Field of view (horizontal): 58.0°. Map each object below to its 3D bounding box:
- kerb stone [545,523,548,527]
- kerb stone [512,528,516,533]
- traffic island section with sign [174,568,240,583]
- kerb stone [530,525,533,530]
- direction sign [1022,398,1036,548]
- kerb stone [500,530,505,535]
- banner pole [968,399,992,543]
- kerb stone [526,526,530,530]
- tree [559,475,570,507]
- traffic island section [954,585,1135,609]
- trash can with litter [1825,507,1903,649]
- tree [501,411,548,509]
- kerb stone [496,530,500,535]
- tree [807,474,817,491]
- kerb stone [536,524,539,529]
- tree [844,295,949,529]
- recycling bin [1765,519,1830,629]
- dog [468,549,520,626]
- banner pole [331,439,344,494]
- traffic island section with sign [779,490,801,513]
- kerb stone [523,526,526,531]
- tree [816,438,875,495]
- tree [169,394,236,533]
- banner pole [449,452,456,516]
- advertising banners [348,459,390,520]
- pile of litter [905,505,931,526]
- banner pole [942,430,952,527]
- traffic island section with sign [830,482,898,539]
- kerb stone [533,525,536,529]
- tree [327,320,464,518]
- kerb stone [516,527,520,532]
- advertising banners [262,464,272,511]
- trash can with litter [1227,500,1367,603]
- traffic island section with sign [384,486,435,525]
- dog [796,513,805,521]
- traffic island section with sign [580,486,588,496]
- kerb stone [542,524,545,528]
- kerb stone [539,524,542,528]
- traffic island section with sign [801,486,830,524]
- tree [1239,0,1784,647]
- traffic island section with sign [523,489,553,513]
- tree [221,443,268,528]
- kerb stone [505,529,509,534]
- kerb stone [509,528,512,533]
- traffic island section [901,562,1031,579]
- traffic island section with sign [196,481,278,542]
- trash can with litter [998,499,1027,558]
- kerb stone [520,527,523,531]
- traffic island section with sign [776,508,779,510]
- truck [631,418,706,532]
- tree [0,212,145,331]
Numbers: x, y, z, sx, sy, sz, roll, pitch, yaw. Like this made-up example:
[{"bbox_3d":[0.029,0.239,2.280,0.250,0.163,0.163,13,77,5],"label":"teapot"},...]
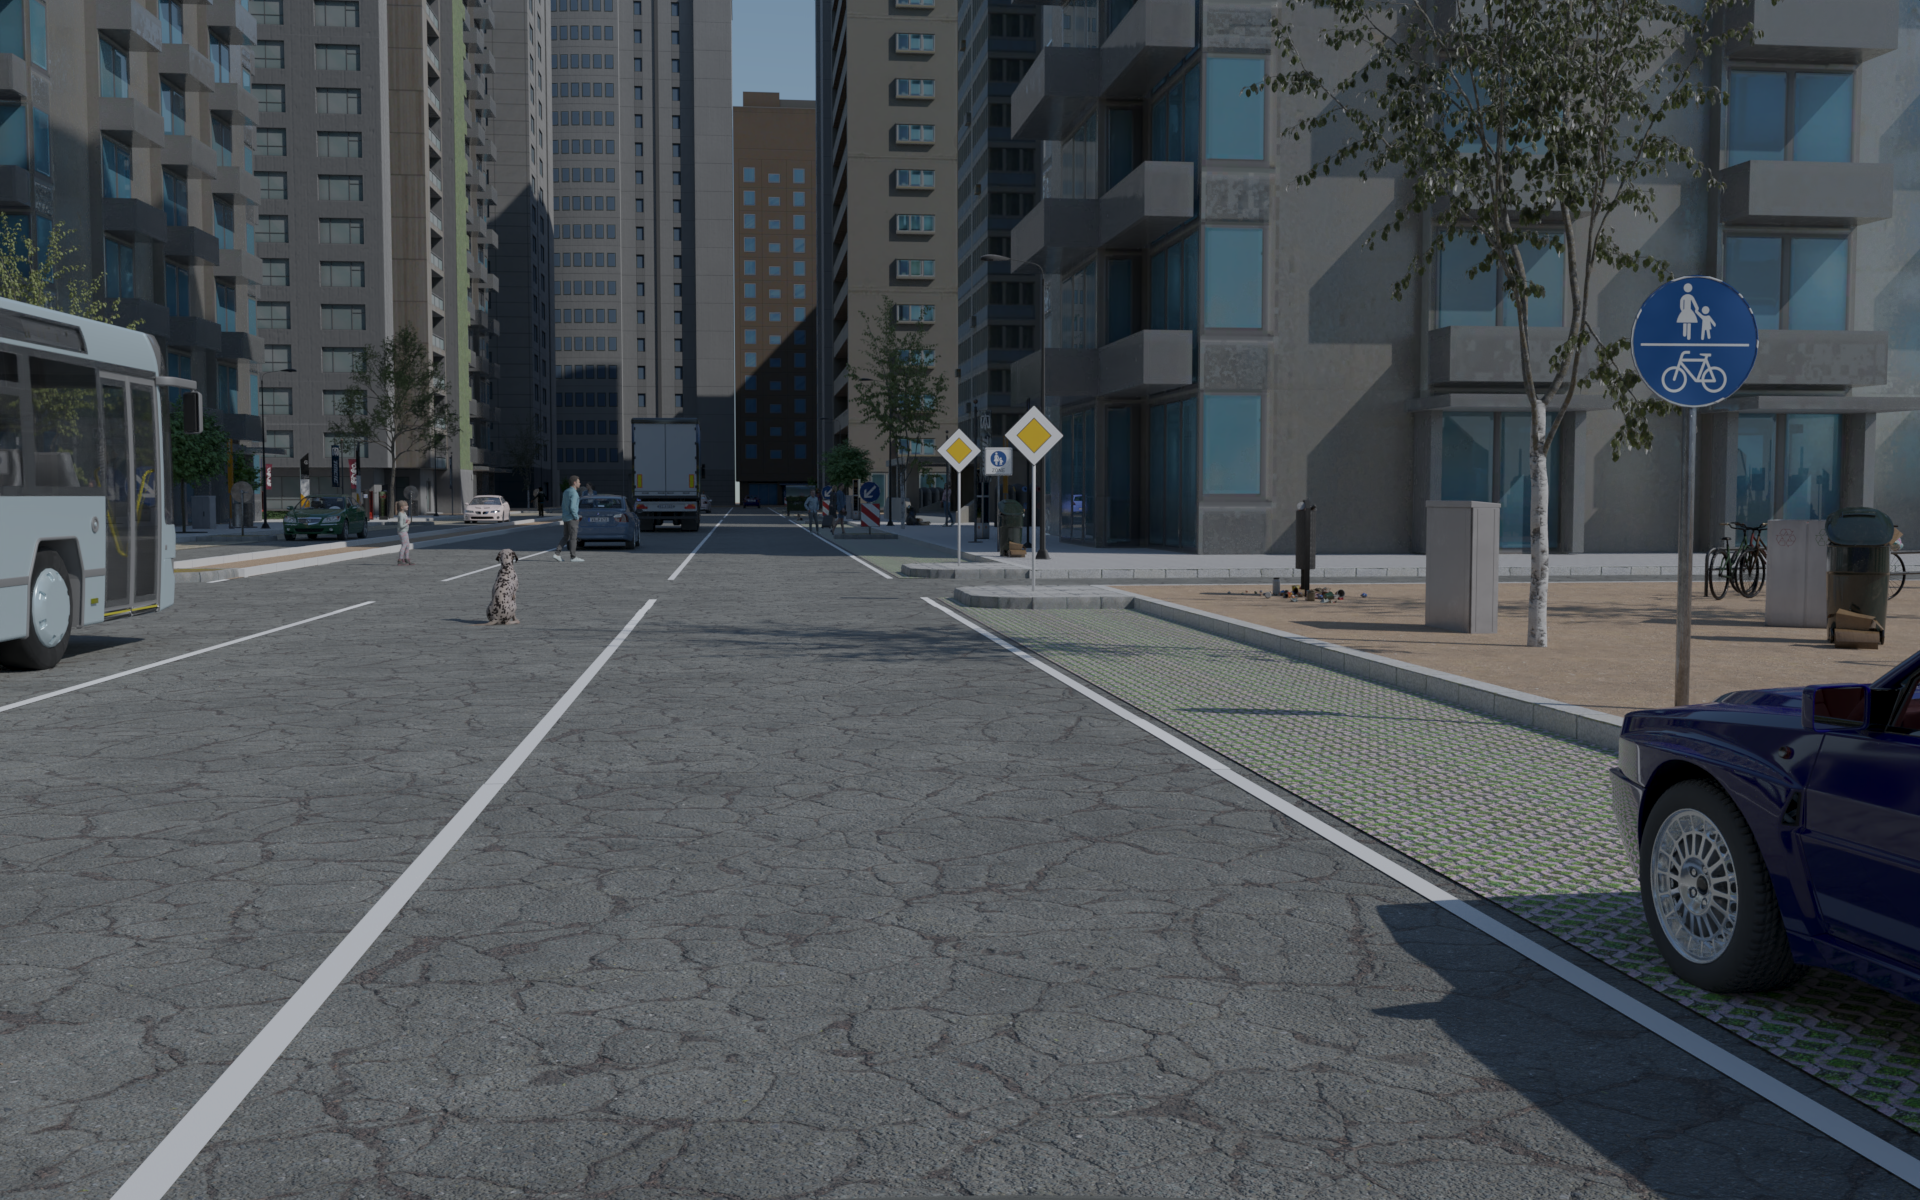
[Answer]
[{"bbox_3d":[-17.860,-3.171,74.040,0.120,0.150,1.000,0,4,-7],"label":"kerb stone"},{"bbox_3d":[-16.595,-2.548,63.866,0.120,0.150,1.000,0,4,-7],"label":"kerb stone"},{"bbox_3d":[-13.277,-1.261,28.754,2.006,1.907,1.989,0,4,-7],"label":"traffic island section with sign"},{"bbox_3d":[-17.224,-2.858,68.959,0.120,0.150,1.000,0,4,-7],"label":"kerb stone"},{"bbox_3d":[1.619,-3.007,41.167,0.379,3.537,0.876,0,4,-1],"label":"direction sign"},{"bbox_3d":[-16.210,-2.360,60.814,0.120,0.150,1.000,0,4,-7],"label":"kerb stone"},{"bbox_3d":[0.561,-3.397,45.551,0.401,3.779,0.863,-3,5,-41],"label":"banner pole"},{"bbox_3d":[-17.101,-2.798,67.944,0.120,0.150,1.000,0,4,-7],"label":"kerb stone"},{"bbox_3d":[-39.444,-10.970,173.956,1.663,3.219,1.824,0,3,0],"label":"tree"},{"bbox_3d":[1.012,-0.033,22.820,2.009,0.180,2.903,0,4,-7],"label":"traffic island section"},{"bbox_3d":[7.670,-0.200,14.664,0.624,1.170,1.055,2,4,24],"label":"trash can with litter"},{"bbox_3d":[-38.232,-12.350,152.283,4.360,8.622,3.978,0,3,0],"label":"tree"},{"bbox_3d":[-16.090,-2.299,59.789,0.120,0.150,1.000,0,4,-7],"label":"kerb stone"},{"bbox_3d":[-14.608,-10.699,169.535,1.663,3.219,1.824,0,3,0],"label":"tree"},{"bbox_3d":[-17.486,-2.984,70.991,0.120,0.150,1.000,0,4,-7],"label":"kerb stone"},{"bbox_3d":[-2.139,-6.921,63.519,4.737,8.622,4.395,0,3,0],"label":"tree"},{"bbox_3d":[8.294,-0.263,16.855,0.722,1.027,0.722,2,4,34],"label":"recycling bin"},{"bbox_3d":[-5.147,-0.138,19.098,0.513,0.831,0.800,3,5,40],"label":"dog"},{"bbox_3d":[-28.008,-5.385,78.066,0.401,3.779,0.863,2,4,27],"label":"banner pole"},{"bbox_3d":[-12.587,-7.555,132.147,1.989,1.847,2.006,0,4,-7],"label":"traffic island section with sign"},{"bbox_3d":[-16.980,-2.736,66.921,0.120,0.150,1.000,0,4,-7],"label":"kerb stone"},{"bbox_3d":[-6.577,-7.121,100.138,4.285,4.588,4.351,0,3,0],"label":"tree"},{"bbox_3d":[-25.643,-4.487,57.069,4.285,4.588,4.351,0,3,0],"label":"tree"},{"bbox_3d":[-30.154,-6.889,102.651,0.401,3.779,0.863,0,4,-4],"label":"banner pole"},{"bbox_3d":[-29.274,-5.478,85.759,2.074,3.025,0.090,0,4,6],"label":"advertising banners"},{"bbox_3d":[-1.762,-3.495,71.114,1.176,0.858,1.719,1,4,8],"label":"pile of litter"},{"bbox_3d":[-0.449,-4.758,67.805,0.401,3.779,0.863,-1,4,-15],"label":"banner pole"},{"bbox_3d":[-3.040,-2.862,55.414,1.989,1.847,2.006,0,4,-7],"label":"traffic island section with sign"},{"bbox_3d":[-17.356,-2.922,69.977,0.120,0.150,1.000,0,4,-7],"label":"kerb stone"},{"bbox_3d":[-30.031,-9.649,92.181,7.601,10.594,8.767,-1,4,-16],"label":"tree"},{"bbox_3d":[-16.721,-2.611,64.881,0.120,0.150,1.000,0,4,-7],"label":"kerb stone"},{"bbox_3d":[-40.204,-6.314,99.420,0.090,3.025,2.074,1,4,22],"label":"advertising banners"},{"bbox_3d":[4.197,-0.631,21.377,1.678,1.210,2.233,0,4,6],"label":"trash can with litter"},{"bbox_3d":[-25.353,-4.359,79.893,1.989,1.847,2.006,0,4,-7],"label":"traffic island section with sign"},{"bbox_3d":[-8.498,-4.431,92.642,0.748,0.427,0.550,-2,4,-30],"label":"dog"},{"bbox_3d":[-22.566,-5.822,103.318,2.006,1.907,1.989,0,4,-7],"label":"traffic island section with sign"},{"bbox_3d":[-17.734,-3.109,73.020,0.120,0.150,1.000,0,4,-7],"label":"kerb stone"},{"bbox_3d":[-17.610,-3.046,72.005,0.120,0.150,1.000,0,4,-7],"label":"kerb stone"},{"bbox_3d":[-6.382,-4.505,82.287,1.989,1.847,2.006,0,4,-7],"label":"traffic island section with sign"},{"bbox_3d":[4.674,-3.902,14.165,4.360,8.622,3.978,0,3,0],"label":"tree"},{"bbox_3d":[-31.517,-7.385,129.380,1.989,1.847,2.006,0,4,-7],"label":"traffic island section with sign"},{"bbox_3d":[-27.215,-4.346,65.654,1.663,3.219,1.824,0,3,0],"label":"tree"},{"bbox_3d":[-16.341,-2.425,61.837,0.120,0.150,1.000,0,4,-7],"label":"kerb stone"},{"bbox_3d":[-16.475,-2.479,62.851,0.120,0.150,1.000,0,4,-7],"label":"kerb stone"},{"bbox_3d":[0.026,-0.518,30.744,2.009,0.180,2.903,0,4,-7],"label":"traffic island section"},{"bbox_3d":[-21.988,-2.702,52.813,1.989,1.847,2.006,0,4,-7],"label":"traffic island section with sign"},{"bbox_3d":[1.141,-1.464,35.318,0.624,1.170,1.055,-1,4,-14],"label":"trash can with litter"},{"bbox_3d":[-16.845,-2.673,65.902,0.120,0.150,1.000,0,4,-7],"label":"kerb stone"},{"bbox_3d":[-15.948,-9.205,159.129,1.989,1.847,2.006,0,4,-7],"label":"traffic island section with sign"},{"bbox_3d":[-11.617,-4.912,69.223,2.839,4.237,11.283,0,4,-8],"label":"truck"},{"bbox_3d":[-24.407,-5.863,46.226,4.737,8.622,4.395,0,3,0],"label":"tree"}]
